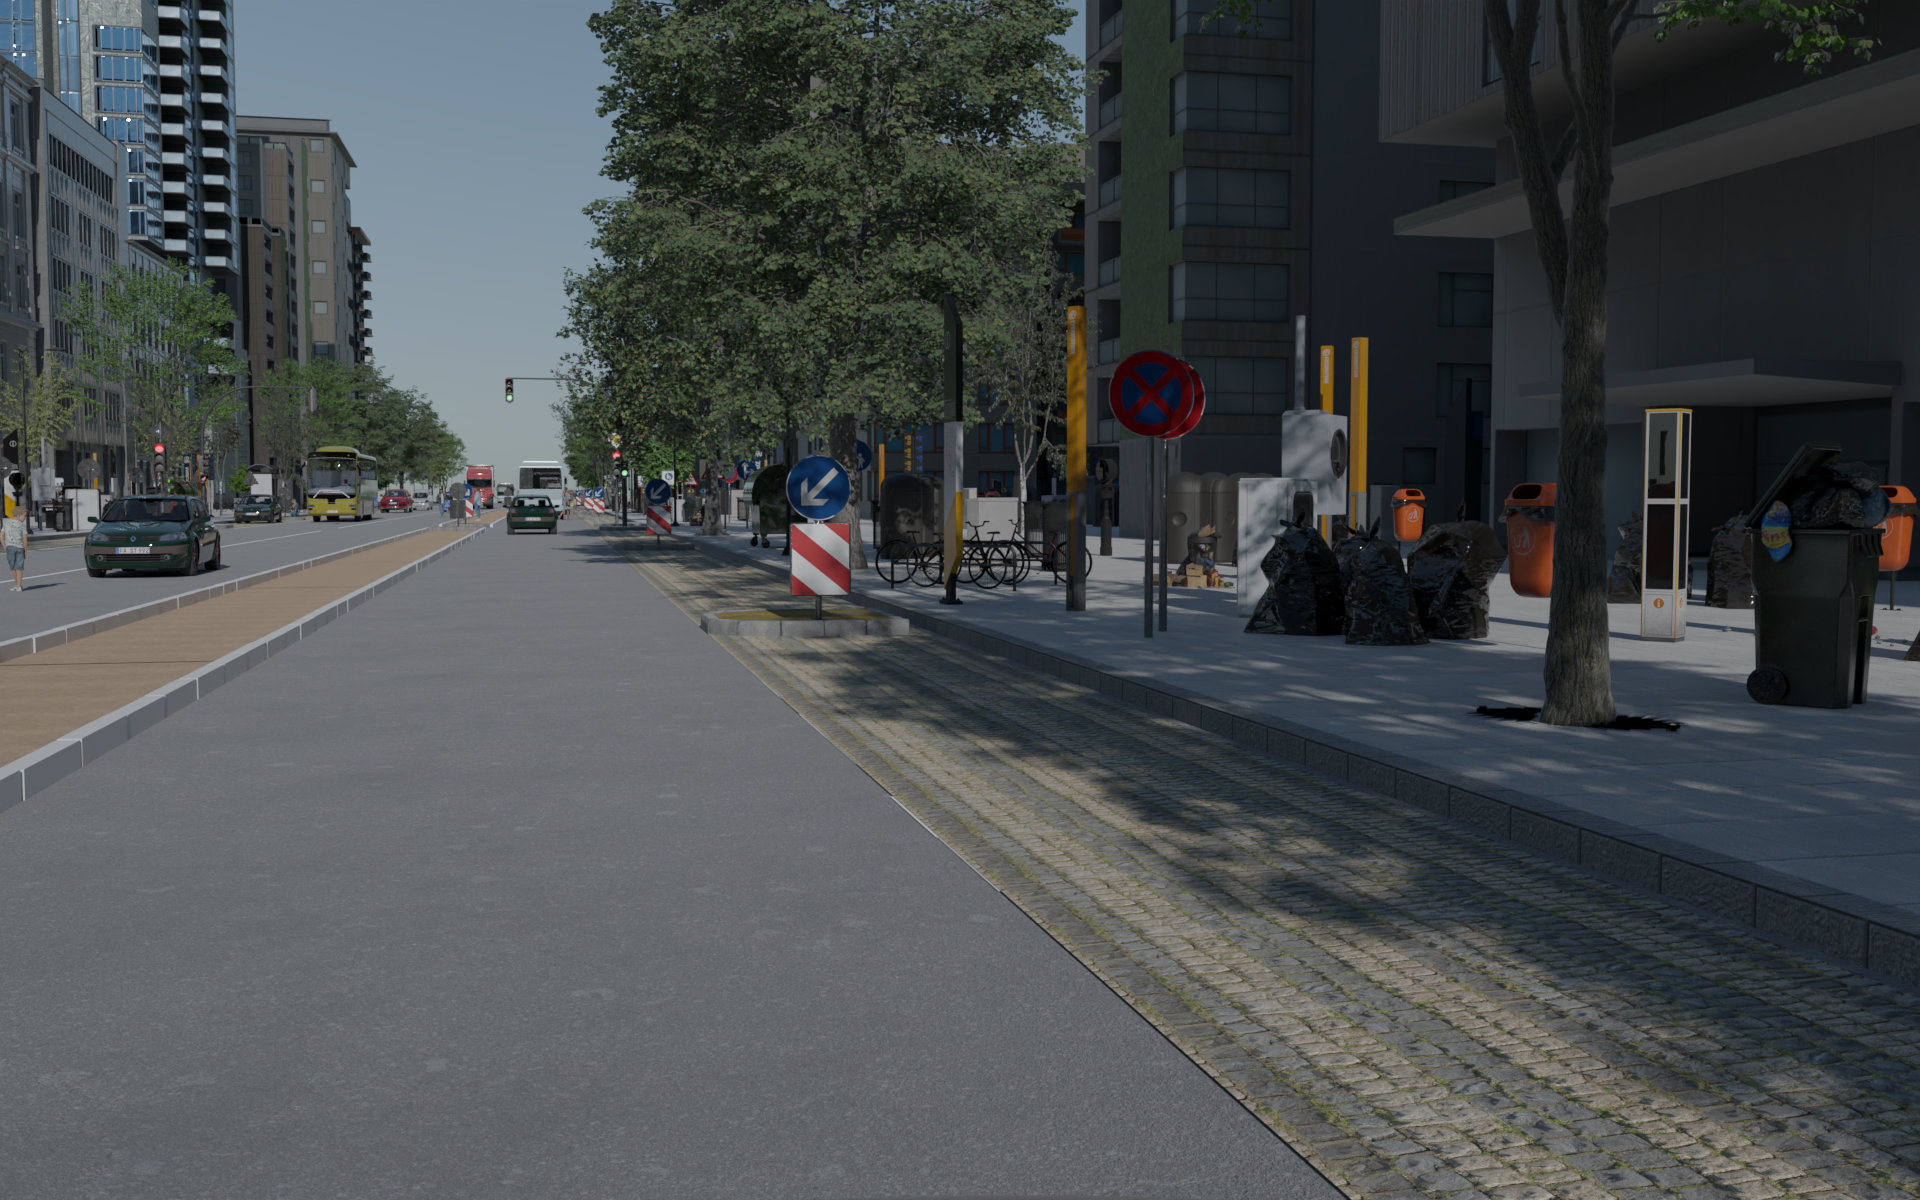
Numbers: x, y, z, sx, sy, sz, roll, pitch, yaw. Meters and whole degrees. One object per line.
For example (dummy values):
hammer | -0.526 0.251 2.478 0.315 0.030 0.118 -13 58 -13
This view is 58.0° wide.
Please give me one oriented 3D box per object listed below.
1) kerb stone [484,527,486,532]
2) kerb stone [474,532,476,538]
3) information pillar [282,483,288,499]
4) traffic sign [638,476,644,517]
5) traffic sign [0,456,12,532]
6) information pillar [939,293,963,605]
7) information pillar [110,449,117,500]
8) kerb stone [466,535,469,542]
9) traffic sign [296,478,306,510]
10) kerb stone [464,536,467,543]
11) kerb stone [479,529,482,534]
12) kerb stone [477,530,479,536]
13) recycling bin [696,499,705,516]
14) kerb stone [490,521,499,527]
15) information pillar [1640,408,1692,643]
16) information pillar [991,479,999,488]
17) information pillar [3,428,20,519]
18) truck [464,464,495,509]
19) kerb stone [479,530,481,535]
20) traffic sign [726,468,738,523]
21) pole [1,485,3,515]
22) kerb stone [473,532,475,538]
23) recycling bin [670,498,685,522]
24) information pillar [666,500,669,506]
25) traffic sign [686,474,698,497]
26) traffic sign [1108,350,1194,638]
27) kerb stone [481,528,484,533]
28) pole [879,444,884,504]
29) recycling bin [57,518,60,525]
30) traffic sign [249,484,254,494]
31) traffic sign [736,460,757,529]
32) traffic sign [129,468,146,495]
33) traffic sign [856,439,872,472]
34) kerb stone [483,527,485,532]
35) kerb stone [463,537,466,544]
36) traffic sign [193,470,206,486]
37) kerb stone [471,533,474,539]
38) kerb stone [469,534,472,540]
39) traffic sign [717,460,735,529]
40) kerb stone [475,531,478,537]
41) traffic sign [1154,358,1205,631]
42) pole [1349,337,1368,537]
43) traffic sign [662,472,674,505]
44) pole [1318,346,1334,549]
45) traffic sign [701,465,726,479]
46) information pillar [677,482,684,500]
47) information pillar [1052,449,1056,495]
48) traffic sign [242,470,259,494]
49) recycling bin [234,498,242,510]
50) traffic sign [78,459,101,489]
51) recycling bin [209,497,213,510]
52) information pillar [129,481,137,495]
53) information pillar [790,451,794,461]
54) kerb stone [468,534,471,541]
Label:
kerb stone | -17.518 -2.520 63.398 0.120 0.150 1.000 -1 4 -13
kerb stone | -15.646 -2.032 55.419 0.120 0.150 1.000 -1 4 -13
information pillar | -45.879 -6.923 117.690 0.304 2.012 0.304 -2 4 -30
traffic sign | -17.947 -5.878 98.235 0.606 2.300 0.079 -1 4 -9
traffic sign | -32.272 -3.556 58.245 0.768 2.556 0.104 0 4 -6
information pillar | -0.081 -1.754 20.031 0.183 3.616 0.504 -1 4 -17
information pillar | -43.860 -6.020 89.781 0.183 3.616 0.504 0 4 -5
kerb stone | -14.456 -1.728 50.441 0.120 0.150 1.000 -1 4 -13
traffic sign | -53.619 -8.610 140.881 0.768 2.556 0.104 0 4 -4
kerb stone | -14.219 -1.666 49.439 0.120 0.150 1.000 -1 4 -13
kerb stone | -16.579 -2.276 59.407 0.120 0.150 1.000 -1 4 -13
kerb stone | -16.102 -2.154 57.415 0.120 0.150 1.000 -1 4 -13
recycling bin | -14.625 -5.163 96.975 0.722 1.027 0.722 3 5 40
kerb stone | -20.953 -3.402 77.917 0.120 0.150 1.000 -1 4 -13
information pillar | 6.142 -0.647 15.072 0.304 2.012 0.304 3 4 39
information pillar | 1.748 -5.023 86.613 0.304 2.012 0.304 -1 4 -12
information pillar | -33.662 -4.291 61.514 0.504 3.616 0.183 -1 4 -15
truck | -46.111 -10.861 166.488 2.839 4.237 11.283 -1 4 -14
kerb stone | -16.336 -2.215 58.412 0.120 0.150 1.000 -1 4 -13
traffic sign | -10.220 -4.685 76.699 0.768 2.556 0.104 -1 4 -13
pole | -32.854 -3.995 59.168 0.158 3.312 0.155 0 3 0
kerb stone | -15.397 -1.971 54.428 0.120 0.150 1.000 -1 4 -13
recycling bin | -12.824 -4.102 79.625 0.722 1.027 0.722 0 4 -5
information pillar | -16.689 -5.746 98.445 0.304 2.012 0.304 0 4 -1
traffic sign | -15.826 -6.224 101.773 0.884 2.594 0.081 0 4 -5
traffic sign | 1.688 -0.937 15.423 0.768 2.556 0.104 0 4 -6
kerb stone | -17.042 -2.398 61.406 0.120 0.150 1.000 -1 4 -13
pole | -3.206 -4.712 70.888 0.158 3.312 0.155 0 3 0
recycling bin | -37.470 -3.682 72.748 0.722 1.027 0.722 3 5 40
traffic sign | -46.705 -6.956 113.837 0.768 2.556 0.104 0 4 -6
traffic sign | -7.903 -3.924 64.257 0.768 2.556 0.104 0 4 -6
traffic sign | -39.552 -5.088 83.289 0.768 2.556 0.104 0 4 -7
traffic sign | -2.431 -2.460 40.332 0.768 2.556 0.104 -1 4 -12
kerb stone | -17.282 -2.454 62.402 0.120 0.150 1.000 -1 4 -13
kerb stone | -13.981 -1.603 48.444 0.120 0.150 1.000 -1 4 -13
traffic sign | -41.155 -5.717 93.479 0.884 2.594 0.081 0 4 -8
kerb stone | -15.171 -1.910 53.431 0.120 0.150 1.000 -1 4 -13
kerb stone | -14.927 -1.847 52.438 0.120 0.150 1.000 -1 4 -13
traffic sign | -8.611 -3.877 63.491 0.768 2.556 0.104 -1 4 -9
kerb stone | -15.866 -2.093 56.420 0.120 0.150 1.000 -1 4 -13
traffic sign | 1.897 -0.980 16.125 0.768 2.556 0.104 -1 4 -12
pole | 5.216 -1.764 22.690 0.158 3.312 0.155 0 3 0
traffic sign | -12.904 -4.568 76.821 0.606 2.300 0.079 0 4 -5
pole | 5.060 -1.842 23.952 0.158 3.312 0.155 0 3 0
traffic sign | -8.814 -3.785 61.881 0.884 2.594 0.081 0 4 -6
information pillar | -15.701 -5.678 97.322 0.304 2.012 0.304 0 4 4
information pillar | 4.840 -5.976 89.058 0.183 3.616 0.504 1 4 19
traffic sign | -38.894 -5.808 94.966 0.884 2.594 0.081 -1 4 -11
recycling bin | -45.570 -5.954 109.900 0.722 1.027 0.722 -3 5 -45
traffic sign | -31.298 -3.802 62.264 0.768 2.556 0.104 -1 4 -11
recycling bin | -58.988 -7.522 135.538 0.722 1.027 0.722 3 5 39
information pillar | -46.559 -5.692 97.559 0.304 2.012 0.304 -3 5 -39
information pillar | -8.537 -5.863 87.215 0.183 3.616 0.504 -3 5 -43
kerb stone | -14.689 -1.789 51.442 0.120 0.150 1.000 -1 4 -13
